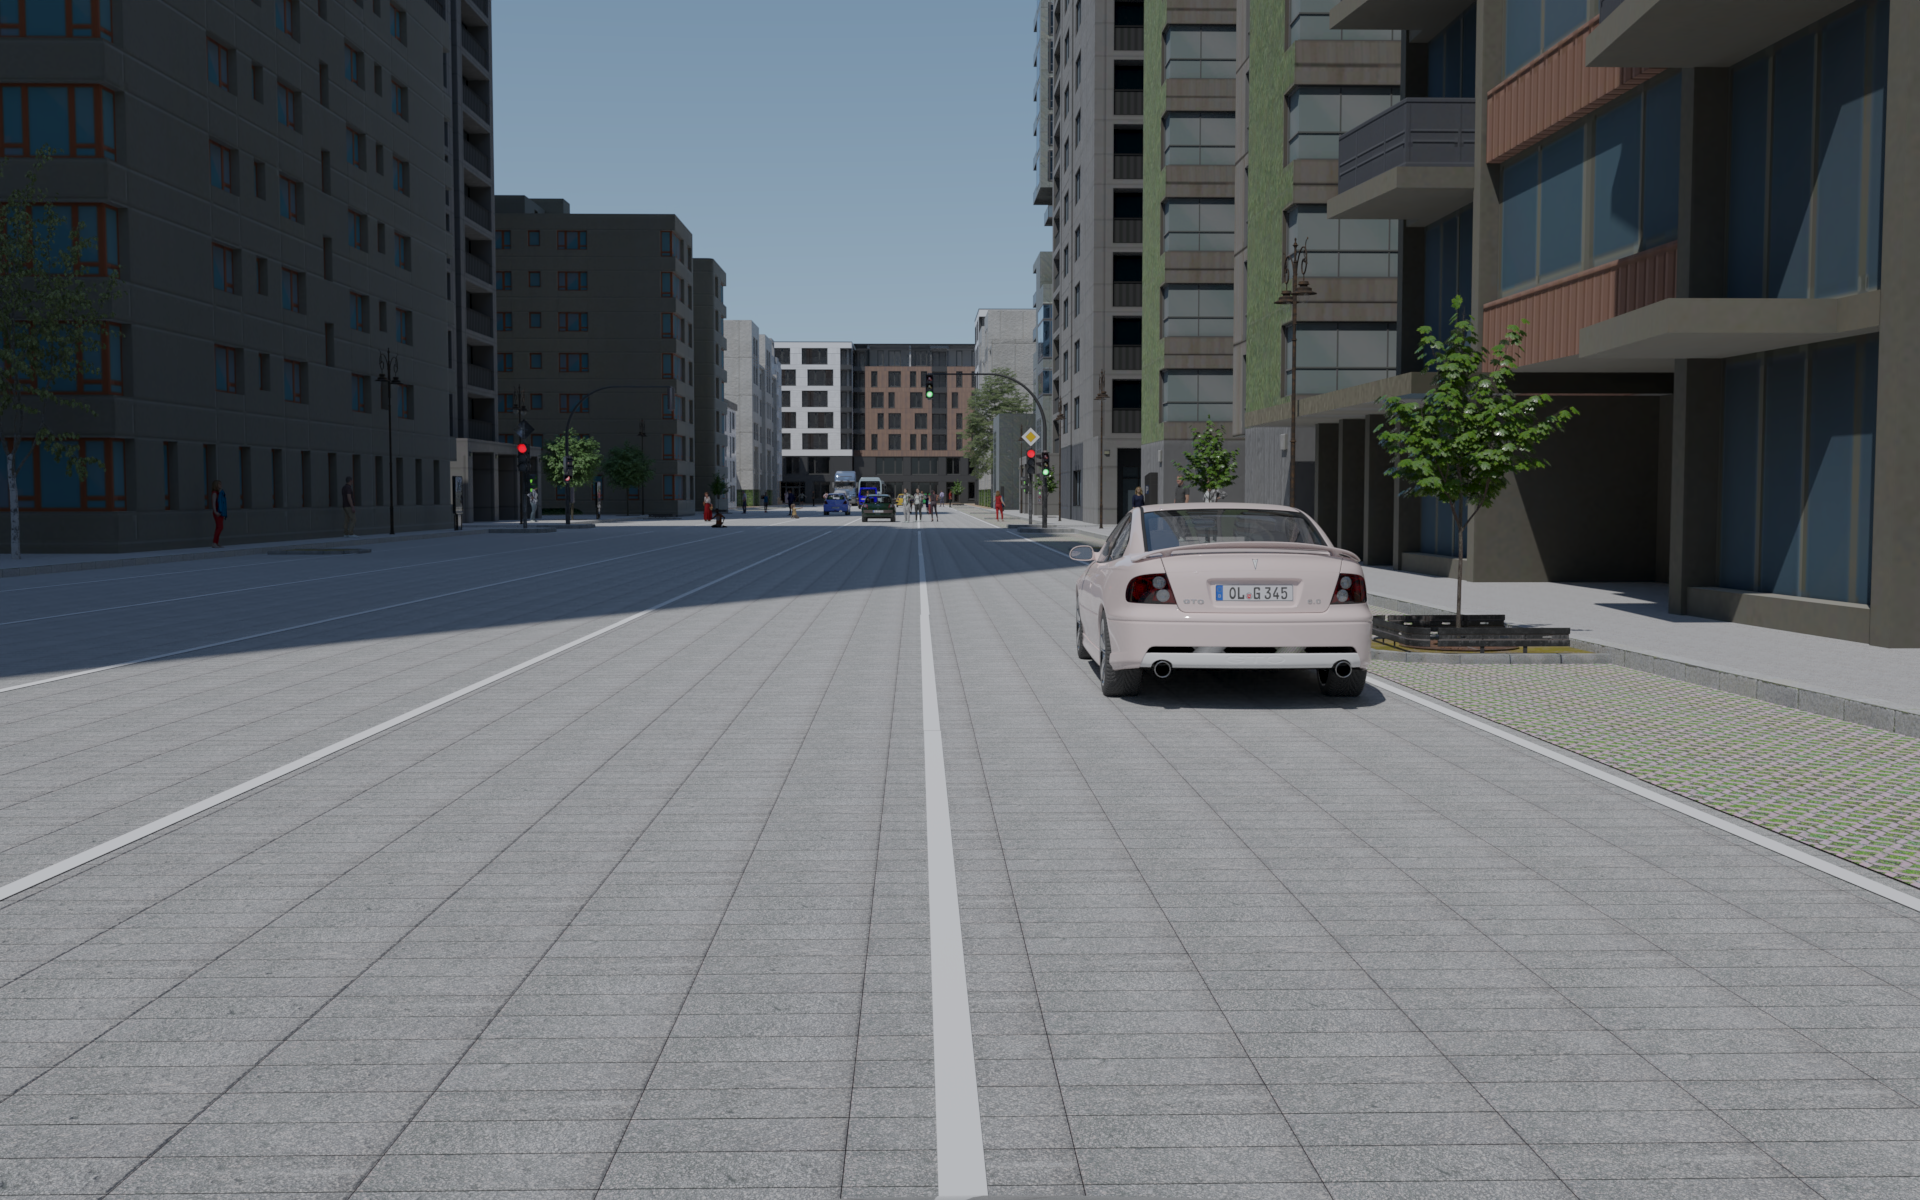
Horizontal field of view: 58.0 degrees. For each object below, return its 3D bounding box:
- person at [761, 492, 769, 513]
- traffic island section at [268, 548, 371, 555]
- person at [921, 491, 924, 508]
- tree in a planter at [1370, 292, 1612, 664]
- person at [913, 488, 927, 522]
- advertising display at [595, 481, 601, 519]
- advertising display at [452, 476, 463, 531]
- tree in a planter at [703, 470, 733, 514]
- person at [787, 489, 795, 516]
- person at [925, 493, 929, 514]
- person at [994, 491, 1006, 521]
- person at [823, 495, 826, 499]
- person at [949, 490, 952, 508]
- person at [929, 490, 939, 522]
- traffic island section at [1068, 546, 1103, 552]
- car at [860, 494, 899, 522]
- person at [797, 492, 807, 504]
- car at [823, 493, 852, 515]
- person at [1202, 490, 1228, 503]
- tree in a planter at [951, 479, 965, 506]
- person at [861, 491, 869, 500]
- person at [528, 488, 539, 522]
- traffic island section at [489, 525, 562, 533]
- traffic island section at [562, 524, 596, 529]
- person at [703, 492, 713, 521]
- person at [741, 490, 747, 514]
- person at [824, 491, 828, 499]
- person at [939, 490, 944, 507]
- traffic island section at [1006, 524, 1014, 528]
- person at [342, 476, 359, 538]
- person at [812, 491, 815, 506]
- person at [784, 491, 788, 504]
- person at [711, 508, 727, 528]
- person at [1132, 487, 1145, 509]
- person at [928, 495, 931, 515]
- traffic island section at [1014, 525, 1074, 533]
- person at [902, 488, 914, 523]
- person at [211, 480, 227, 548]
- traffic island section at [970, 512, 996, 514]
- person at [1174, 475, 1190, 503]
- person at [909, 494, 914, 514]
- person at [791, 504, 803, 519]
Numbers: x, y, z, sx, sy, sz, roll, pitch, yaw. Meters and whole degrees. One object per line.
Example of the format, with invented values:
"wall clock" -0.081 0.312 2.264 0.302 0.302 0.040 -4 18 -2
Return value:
"person" -15.122 -7.582 134.327 0.647 1.594 0.662 -2 4 -26
"traffic island section" -15.403 -1.166 41.930 1.991 0.108 1.994 0 4 -1
"person" -4.050 -10.555 181.795 1.217 1.743 0.721 2 4 31
"tree in a planter" 4.461 -1.111 15.388 1.991 3.239 1.994 0 4 -1
"person" -2.140 -4.912 89.541 0.841 1.734 0.376 3 5 41
"advertising display" -18.431 -5.076 88.202 0.123 1.923 0.974 0 4 -2
"advertising display" -17.729 -3.420 61.137 0.123 1.923 0.974 0 4 -2
"tree in a planter" -17.498 -7.831 125.261 1.991 3.239 1.994 0 4 -1
"person" -11.353 -6.516 115.744 0.504 1.737 0.576 2 4 25
"person" -2.360 -7.081 126.651 0.453 1.535 0.546 -1 4 -11
"person" 2.057 -4.888 90.120 0.444 1.614 0.593 -3 5 -40
"person" -16.617 -12.626 215.878 0.756 1.711 0.436 1 4 18
"person" -0.979 -10.559 181.073 0.705 1.831 1.348 0 4 2
"person" -1.353 -4.872 89.621 0.415 1.643 0.593 2 4 35
"traffic island section" 3.745 -1.267 43.578 1.991 0.108 1.994 0 4 -1
"car" -4.188 -4.875 89.498 2.009 1.686 4.222 0 4 -1
"person" -20.051 -12.873 219.768 1.217 1.735 0.721 0 4 7
"car" -8.396 -6.652 118.349 1.945 1.707 3.694 0 4 0
"person" 6.454 -2.307 44.479 0.376 1.734 0.841 -2 4 -33
"tree in a planter" -0.229 -12.523 201.975 1.991 3.239 1.994 0 4 -1
"person" -8.473 -9.146 158.755 1.217 1.735 0.721 1 4 14
"person" -19.429 -4.413 78.912 0.376 1.734 0.841 0 4 6
"traffic island section" -16.308 -2.606 64.881 2.009 0.180 2.903 0 4 -1
"traffic island section" -16.508 -3.094 72.864 2.009 0.180 2.903 0 4 -1
"person" -13.186 -4.866 90.526 0.387 1.526 0.523 3 4 36
"person" -15.877 -7.199 127.141 0.436 1.711 0.756 0 4 0
"person" -15.221 -11.595 198.792 0.721 1.736 1.217 -3 5 -40
"person" -2.105 -11.423 195.130 0.709 1.838 0.599 -2 4 -33
"traffic island section" 3.007 -3.123 73.347 2.009 0.180 2.903 0 4 -1
"person" -17.996 -2.748 51.106 0.434 1.807 0.598 -2 4 -28
"person" -17.188 -11.877 202.818 0.705 1.807 1.348 -1 4 -10
"person" -22.581 -13.361 225.155 0.551 1.740 0.621 1 4 9
"person" -10.332 -3.477 73.642 0.859 0.850 0.655 2 4 34
"person" 5.617 -2.823 54.737 0.480 1.512 0.613 -1 4 -21
"person" -2.138 -6.648 121.105 0.340 1.345 0.435 -1 4 -15
"traffic island section" 3.208 -2.635 65.364 2.009 0.180 2.903 0 4 -1
"person" -2.659 -4.744 86.788 0.376 1.734 0.841 -2 4 -29
"person" -17.676 -2.054 41.337 0.444 1.614 0.593 1 4 17
"traffic island section" 1.703 -6.286 125.645 1.991 0.108 1.994 0 4 -1
"person" 5.929 -2.487 46.835 0.434 1.807 0.598 -1 4 -18
"person" -3.569 -7.032 126.702 0.421 1.427 0.697 -2 4 -33
"person" -9.520 -5.157 100.746 0.695 0.859 0.347 -3 4 -37
